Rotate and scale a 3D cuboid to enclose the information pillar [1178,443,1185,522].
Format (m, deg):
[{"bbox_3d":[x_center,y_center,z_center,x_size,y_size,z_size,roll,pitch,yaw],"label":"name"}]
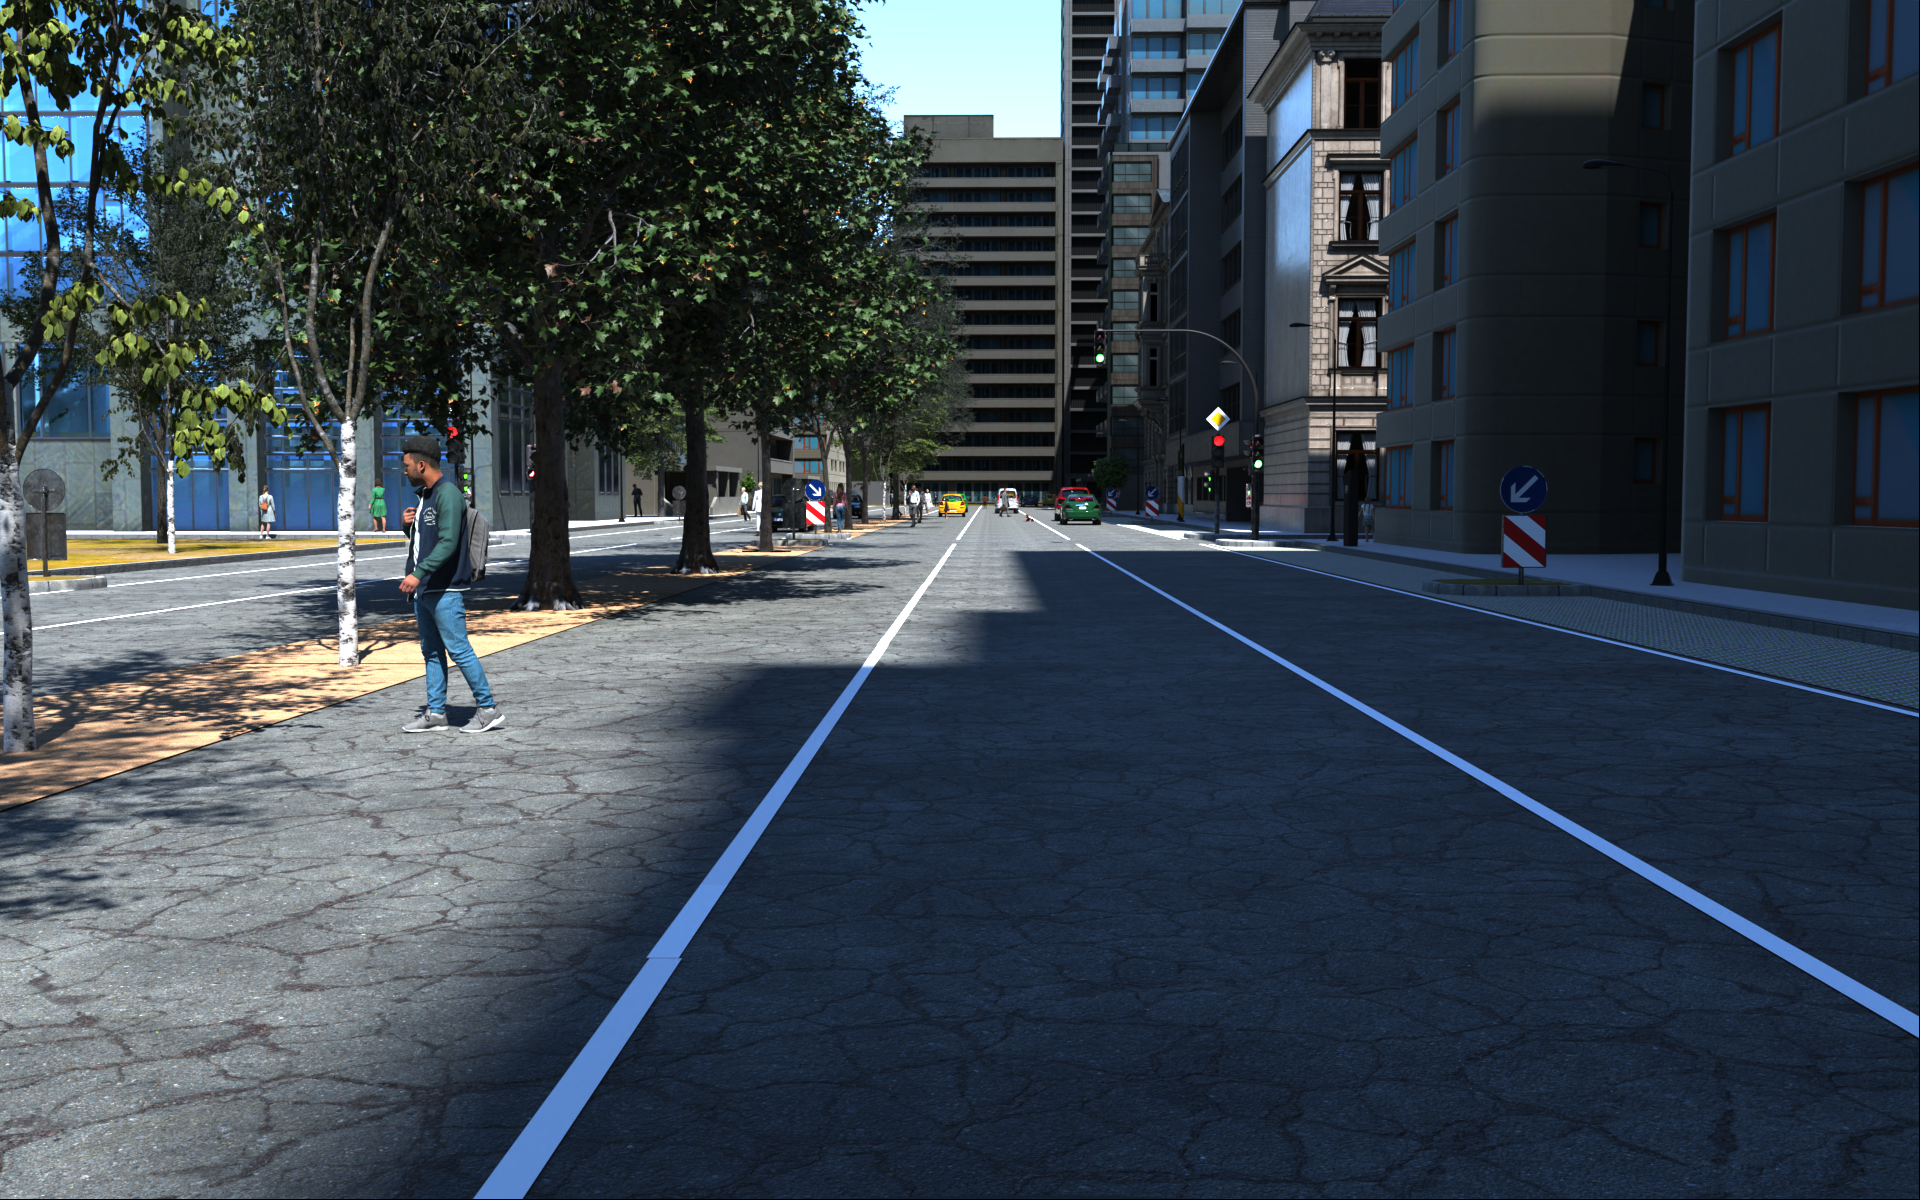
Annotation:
[{"bbox_3d":[10.242,-5.436,80.233,0.183,3.616,0.504,-1,4,-20],"label":"information pillar"}]

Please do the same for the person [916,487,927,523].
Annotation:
[{"bbox_3d":[-1.979,-4.674,85.193,0.678,1.792,0.850,0,4,-7],"label":"person"}]

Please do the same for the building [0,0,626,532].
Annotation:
[{"bbox_3d":[-26.740,-46.430,71.806,22.319,86.520,31.000,0,4,1],"label":"building"}]

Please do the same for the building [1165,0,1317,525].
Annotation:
[{"bbox_3d":[18.180,-15.997,80.613,14.314,24.678,30.058,0,4,1],"label":"building"}]

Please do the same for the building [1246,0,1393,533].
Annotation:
[{"bbox_3d":[20.399,-11.983,60.553,19.286,19.102,10.561,0,4,1],"label":"building"}]

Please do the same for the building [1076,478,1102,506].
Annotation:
[{"bbox_3d":[29.485,-30.736,194.420,32.217,40.220,23.993,0,4,1],"label":"building"}]

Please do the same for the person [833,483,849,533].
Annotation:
[{"bbox_3d":[-4.124,-3.152,60.042,0.555,1.821,0.388,-1,4,-13],"label":"person"}]

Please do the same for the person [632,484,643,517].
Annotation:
[{"bbox_3d":[-18.285,-5.644,98.123,0.655,1.846,0.447,0,4,7],"label":"person"}]

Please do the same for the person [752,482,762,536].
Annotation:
[{"bbox_3d":[-6.705,-3.083,58.792,0.818,1.842,0.514,3,5,43],"label":"person"}]

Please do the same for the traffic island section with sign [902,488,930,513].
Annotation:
[{"bbox_3d":[-3.309,-7.514,130.983,2.006,1.907,1.989,0,4,1],"label":"traffic island section with sign"}]

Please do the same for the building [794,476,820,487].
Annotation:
[{"bbox_3d":[-30.108,-28.968,165.514,32.217,40.220,23.993,0,4,1],"label":"building"}]

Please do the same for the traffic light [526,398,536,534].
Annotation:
[{"bbox_3d":[-11.778,-4.988,56.223,4.771,5.953,1.251,0,4,1],"label":"traffic light"}]

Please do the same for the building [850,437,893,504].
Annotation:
[{"bbox_3d":[-15.589,-27.513,221.537,14.107,30.474,14.160,0,4,1],"label":"building"}]

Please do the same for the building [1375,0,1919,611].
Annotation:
[{"bbox_3d":[24.540,-11.343,30.502,27.650,21.520,28.899,0,4,1],"label":"building"}]

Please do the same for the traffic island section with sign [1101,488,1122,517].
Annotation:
[{"bbox_3d":[9.228,-6.048,107.519,1.989,1.847,2.006,0,4,1],"label":"traffic island section with sign"}]

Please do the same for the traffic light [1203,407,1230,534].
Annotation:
[{"bbox_3d":[8.288,-4.094,55.860,0.839,4.253,0.868,0,4,1],"label":"traffic light"}]

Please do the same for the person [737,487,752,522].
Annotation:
[{"bbox_3d":[-10.931,-4.816,87.735,0.515,1.767,0.782,-3,5,-40],"label":"person"}]

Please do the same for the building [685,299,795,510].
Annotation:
[{"bbox_3d":[-25.515,-31.705,142.081,21.300,48.544,21.600,0,4,1],"label":"building"}]

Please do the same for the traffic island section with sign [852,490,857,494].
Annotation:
[{"bbox_3d":[-11.353,-10.838,185.820,1.989,1.847,2.006,0,4,1],"label":"traffic island section with sign"}]

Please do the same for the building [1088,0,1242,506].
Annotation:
[{"bbox_3d":[24.792,-33.471,166.866,23.786,49.044,30.456,0,4,1],"label":"building"}]

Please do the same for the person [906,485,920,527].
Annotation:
[{"bbox_3d":[-2.065,-4.096,75.572,0.679,1.850,0.850,1,4,20],"label":"person"}]

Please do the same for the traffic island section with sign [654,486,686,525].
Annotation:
[{"bbox_3d":[-13.154,-4.424,80.953,1.989,1.847,2.006,0,4,1],"label":"traffic island section with sign"}]

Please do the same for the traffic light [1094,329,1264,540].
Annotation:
[{"bbox_3d":[6.057,-4.471,47.770,4.771,5.953,1.251,0,4,1],"label":"traffic light"}]

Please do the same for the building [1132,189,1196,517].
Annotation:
[{"bbox_3d":[18.730,-18.012,113.578,14.460,24.649,34.723,0,4,1],"label":"building"}]

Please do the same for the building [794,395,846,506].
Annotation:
[{"bbox_3d":[-28.154,-21.373,194.492,28.899,21.520,27.650,0,4,1],"label":"building"}]

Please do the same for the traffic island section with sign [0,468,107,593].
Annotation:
[{"bbox_3d":[-14.097,-1.069,26.112,1.989,1.847,2.006,0,4,1],"label":"traffic island section with sign"}]

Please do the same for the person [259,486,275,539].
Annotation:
[{"bbox_3d":[-21.869,-2.759,54.610,0.512,1.701,0.522,0,4,-5],"label":"person"}]

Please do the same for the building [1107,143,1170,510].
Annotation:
[{"bbox_3d":[19.277,-22.849,145.284,14.160,30.474,14.107,0,4,1],"label":"building"}]

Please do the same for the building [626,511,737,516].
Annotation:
[{"bbox_3d":[-30.772,-25.547,109.567,32.217,40.220,23.993,0,4,1],"label":"building"}]

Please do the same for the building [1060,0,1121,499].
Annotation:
[{"bbox_3d":[23.486,-48.012,223.248,20.611,71.187,20.563,0,4,1],"label":"building"}]

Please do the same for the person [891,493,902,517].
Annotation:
[{"bbox_3d":[-3.967,-6.098,108.303,0.850,1.850,0.679,-2,4,-30],"label":"person"}]

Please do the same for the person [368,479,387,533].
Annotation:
[{"bbox_3d":[-19.280,-3.128,57.438,0.529,1.795,0.600,3,4,37],"label":"person"}]

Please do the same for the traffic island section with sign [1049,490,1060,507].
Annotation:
[{"bbox_3d":[10.548,-10.782,184.918,1.989,1.847,2.006,0,4,1],"label":"traffic island section with sign"}]

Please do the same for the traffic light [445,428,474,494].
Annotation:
[{"bbox_3d":[-14.008,-3.628,48.240,0.839,4.253,0.868,0,4,1],"label":"traffic light"}]

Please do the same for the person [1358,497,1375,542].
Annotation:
[{"bbox_3d":[10.846,-2.149,46.200,0.505,1.210,0.382,1,4,9],"label":"person"}]

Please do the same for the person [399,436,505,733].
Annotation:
[{"bbox_3d":[-3.141,-0.098,10.445,0.721,1.781,0.623,-3,5,-43],"label":"person"}]

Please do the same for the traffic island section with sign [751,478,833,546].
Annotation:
[{"bbox_3d":[-4.728,-2.466,48.449,2.006,1.907,1.989,0,4,1],"label":"traffic island section with sign"}]

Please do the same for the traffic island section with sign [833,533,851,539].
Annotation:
[{"bbox_3d":[-4.592,-2.919,55.855,2.006,1.907,1.989,0,4,1],"label":"traffic island section with sign"}]

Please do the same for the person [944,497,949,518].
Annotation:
[{"bbox_3d":[-0.776,-5.463,102.490,0.373,1.253,0.362,-1,4,-21],"label":"person"}]

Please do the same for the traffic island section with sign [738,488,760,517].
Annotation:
[{"bbox_3d":[-12.690,-6.072,107.904,1.989,1.847,2.006,0,4,1],"label":"traffic island section with sign"}]

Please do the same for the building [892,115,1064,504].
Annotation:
[{"bbox_3d":[2.329,-36.751,224.572,21.600,48.544,21.300,0,4,1],"label":"building"}]

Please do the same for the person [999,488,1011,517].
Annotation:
[{"bbox_3d":[2.855,-6.121,108.682,0.767,1.812,0.694,2,4,25],"label":"person"}]

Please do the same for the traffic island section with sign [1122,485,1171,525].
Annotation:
[{"bbox_3d":[8.754,-4.400,80.568,1.989,1.847,2.006,0,4,1],"label":"traffic island section with sign"}]

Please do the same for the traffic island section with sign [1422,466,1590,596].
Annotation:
[{"bbox_3d":[7.802,-1.004,25.040,1.989,1.847,2.006,0,4,1],"label":"traffic island section with sign"}]

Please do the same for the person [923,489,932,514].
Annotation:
[{"bbox_3d":[-2.282,-7.030,123.789,0.694,1.780,0.624,1,4,16],"label":"person"}]

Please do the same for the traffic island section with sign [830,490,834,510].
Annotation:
[{"bbox_3d":[-11.825,-9.161,158.412,1.989,1.847,2.006,0,4,1],"label":"traffic island section with sign"}]

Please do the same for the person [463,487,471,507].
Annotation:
[{"bbox_3d":[-16.297,-3.130,57.399,0.526,1.800,0.537,2,4,33],"label":"person"}]
